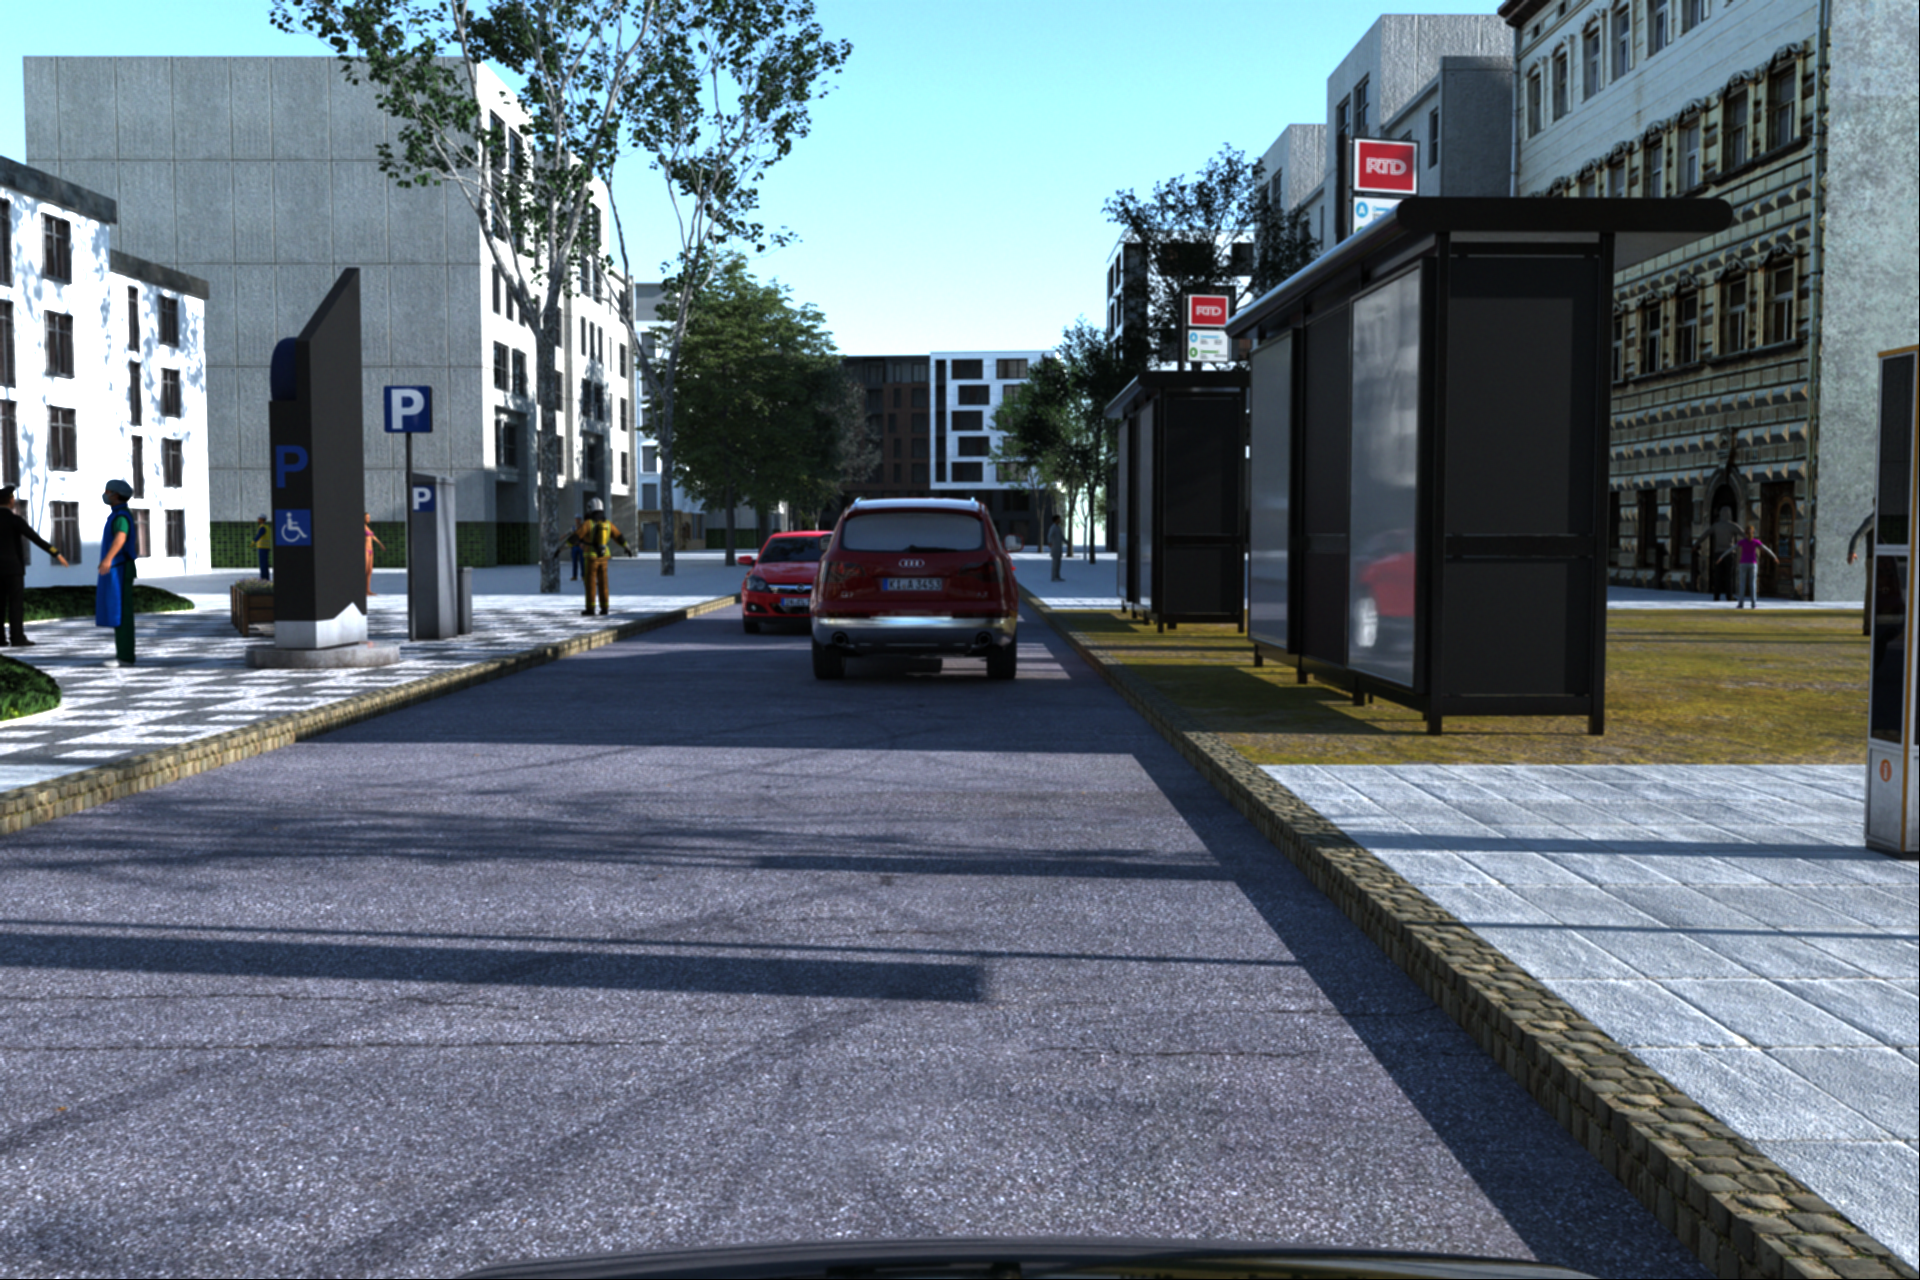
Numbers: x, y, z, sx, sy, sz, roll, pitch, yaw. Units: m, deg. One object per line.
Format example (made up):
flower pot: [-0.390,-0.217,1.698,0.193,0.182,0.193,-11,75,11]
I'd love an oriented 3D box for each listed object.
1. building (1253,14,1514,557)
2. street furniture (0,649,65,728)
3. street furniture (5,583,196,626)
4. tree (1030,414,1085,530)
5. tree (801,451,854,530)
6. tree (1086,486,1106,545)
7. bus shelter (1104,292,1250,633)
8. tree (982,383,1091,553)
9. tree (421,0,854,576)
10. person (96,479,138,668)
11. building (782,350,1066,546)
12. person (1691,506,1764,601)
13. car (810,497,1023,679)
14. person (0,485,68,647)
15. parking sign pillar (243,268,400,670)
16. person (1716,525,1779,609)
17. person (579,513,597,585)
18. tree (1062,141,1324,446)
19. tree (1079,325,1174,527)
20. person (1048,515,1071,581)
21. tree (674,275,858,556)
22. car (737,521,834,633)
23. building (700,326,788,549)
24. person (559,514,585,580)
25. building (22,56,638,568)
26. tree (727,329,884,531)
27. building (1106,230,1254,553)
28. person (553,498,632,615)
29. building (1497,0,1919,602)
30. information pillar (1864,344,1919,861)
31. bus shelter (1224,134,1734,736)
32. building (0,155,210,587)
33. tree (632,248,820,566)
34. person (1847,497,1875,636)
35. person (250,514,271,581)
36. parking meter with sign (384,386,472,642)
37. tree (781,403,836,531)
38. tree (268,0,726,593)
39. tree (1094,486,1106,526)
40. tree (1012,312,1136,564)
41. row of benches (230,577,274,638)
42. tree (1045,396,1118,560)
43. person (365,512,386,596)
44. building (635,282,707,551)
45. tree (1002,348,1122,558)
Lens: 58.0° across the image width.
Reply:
building: [22.601,-12.314,67.789,16.747,18.905,31.486,0,4,-1]
street furniture: [-8.855,0.359,9.759,5.734,0.657,10.072,-1,4,-11]
street furniture: [-15.303,-0.563,24.828,5.734,0.657,10.072,0,4,6]
tree: [5.696,-9.382,103.757,4.360,8.622,3.978,0,3,0]
tree: [-9.667,-10.008,113.991,4.360,8.622,3.978,0,3,0]
tree: [17.633,-15.757,207.988,4.360,8.622,3.978,0,3,0]
bus shelter: [3.403,-2.990,26.524,2.179,5.291,8.768,0,4,1]
tree: [5.345,-11.609,115.570,9.928,11.665,9.643,0,3,0]
tree: [-10.069,-12.129,54.204,12.611,20.169,13.585,0,3,0]
person: [-8.181,-0.653,16.796,0.704,1.817,1.347,-1,4,-23]
building: [-4.021,-22.044,206.847,32.646,21.610,27.936,0,4,6]
person: [14.629,-1.649,33.097,1.348,1.813,0.705,3,5,42]
car: [-0.437,-0.611,18.661,2.281,1.827,5.304,0,4,0]
person: [-10.879,-0.848,19.807,1.347,1.837,0.705,0,4,8]
parking sign pillar: [-6.289,-1.744,16.982,1.447,3.967,1.447,0,4,2]
person: [13.591,-1.261,29.885,0.991,1.433,0.599,1,4,16]
person: [-9.301,-2.288,43.589,0.705,1.806,1.347,1,4,12]
tree: [6.074,-6.489,40.510,7.601,10.594,8.767,-3,5,-41]
tree: [5.707,-6.655,59.173,4.360,8.622,3.978,0,3,0]
person: [2.664,-2.514,47.287,0.705,1.806,1.347,2,4,27]
tree: [-9.623,-10.854,84.126,9.857,13.997,8.962,0,3,0]
car: [-2.258,-1.061,26.390,2.155,1.783,4.494,0,4,-1]
building: [-26.089,-18.136,162.979,16.747,18.905,31.486,0,4,0]
person: [-10.571,-2.576,47.968,1.347,1.847,0.705,0,4,4]
building: [-26.269,-13.073,80.193,16.747,18.905,31.486,0,4,0]
tree: [-9.693,-11.862,104.315,12.009,13.543,11.850,0,3,0]
building: [24.932,-17.666,132.807,27.936,21.610,32.646,0,3,0]
person: [-5.778,-1.325,27.440,1.354,1.858,0.705,-3,5,-39]
building: [25.266,-12.860,41.184,19.493,23.208,18.063,0,4,0]
information pillar: [3.842,-0.146,6.876,0.304,2.012,0.304,0,4,0]
bus shelter: [3.668,-2.294,15.135,2.179,5.291,8.768,0,4,-2]
building: [-25.738,-6.212,43.718,9.099,9.664,28.070,0,3,0]
tree: [-9.677,-9.264,69.597,7.486,12.596,7.792,0,3,0]
person: [11.642,-0.955,21.884,1.348,1.796,0.705,-2,4,-24]
person: [-18.883,-2.501,46.866,0.705,1.833,1.349,0,4,-4]
parking meter with sign: [-6.473,-1.530,21.284,0.543,3.016,1.738,0,4,2]
tree: [-9.022,-8.831,94.747,4.737,8.622,4.395,0,3,0]
tree: [-10.359,-11.131,37.879,12.611,20.169,13.585,0,3,0]
tree: [17.161,-15.463,203.186,4.737,8.622,4.395,0,3,0]
tree: [5.408,-8.533,73.927,7.601,10.594,8.767,-3,5,-39]
row of benches: [-9.428,-0.483,23.361,1.422,0.672,4.104,-2,4,-24]
tree: [6.264,-8.327,86.504,4.360,8.622,3.978,0,3,0]
person: [-12.292,-1.789,36.053,0.721,1.733,1.217,1,4,8]
building: [-25.998,-16.824,131.486,16.016,20.090,11.380,0,4,-1]
tree: [6.203,-10.328,94.625,9.928,11.665,9.643,0,3,0]
